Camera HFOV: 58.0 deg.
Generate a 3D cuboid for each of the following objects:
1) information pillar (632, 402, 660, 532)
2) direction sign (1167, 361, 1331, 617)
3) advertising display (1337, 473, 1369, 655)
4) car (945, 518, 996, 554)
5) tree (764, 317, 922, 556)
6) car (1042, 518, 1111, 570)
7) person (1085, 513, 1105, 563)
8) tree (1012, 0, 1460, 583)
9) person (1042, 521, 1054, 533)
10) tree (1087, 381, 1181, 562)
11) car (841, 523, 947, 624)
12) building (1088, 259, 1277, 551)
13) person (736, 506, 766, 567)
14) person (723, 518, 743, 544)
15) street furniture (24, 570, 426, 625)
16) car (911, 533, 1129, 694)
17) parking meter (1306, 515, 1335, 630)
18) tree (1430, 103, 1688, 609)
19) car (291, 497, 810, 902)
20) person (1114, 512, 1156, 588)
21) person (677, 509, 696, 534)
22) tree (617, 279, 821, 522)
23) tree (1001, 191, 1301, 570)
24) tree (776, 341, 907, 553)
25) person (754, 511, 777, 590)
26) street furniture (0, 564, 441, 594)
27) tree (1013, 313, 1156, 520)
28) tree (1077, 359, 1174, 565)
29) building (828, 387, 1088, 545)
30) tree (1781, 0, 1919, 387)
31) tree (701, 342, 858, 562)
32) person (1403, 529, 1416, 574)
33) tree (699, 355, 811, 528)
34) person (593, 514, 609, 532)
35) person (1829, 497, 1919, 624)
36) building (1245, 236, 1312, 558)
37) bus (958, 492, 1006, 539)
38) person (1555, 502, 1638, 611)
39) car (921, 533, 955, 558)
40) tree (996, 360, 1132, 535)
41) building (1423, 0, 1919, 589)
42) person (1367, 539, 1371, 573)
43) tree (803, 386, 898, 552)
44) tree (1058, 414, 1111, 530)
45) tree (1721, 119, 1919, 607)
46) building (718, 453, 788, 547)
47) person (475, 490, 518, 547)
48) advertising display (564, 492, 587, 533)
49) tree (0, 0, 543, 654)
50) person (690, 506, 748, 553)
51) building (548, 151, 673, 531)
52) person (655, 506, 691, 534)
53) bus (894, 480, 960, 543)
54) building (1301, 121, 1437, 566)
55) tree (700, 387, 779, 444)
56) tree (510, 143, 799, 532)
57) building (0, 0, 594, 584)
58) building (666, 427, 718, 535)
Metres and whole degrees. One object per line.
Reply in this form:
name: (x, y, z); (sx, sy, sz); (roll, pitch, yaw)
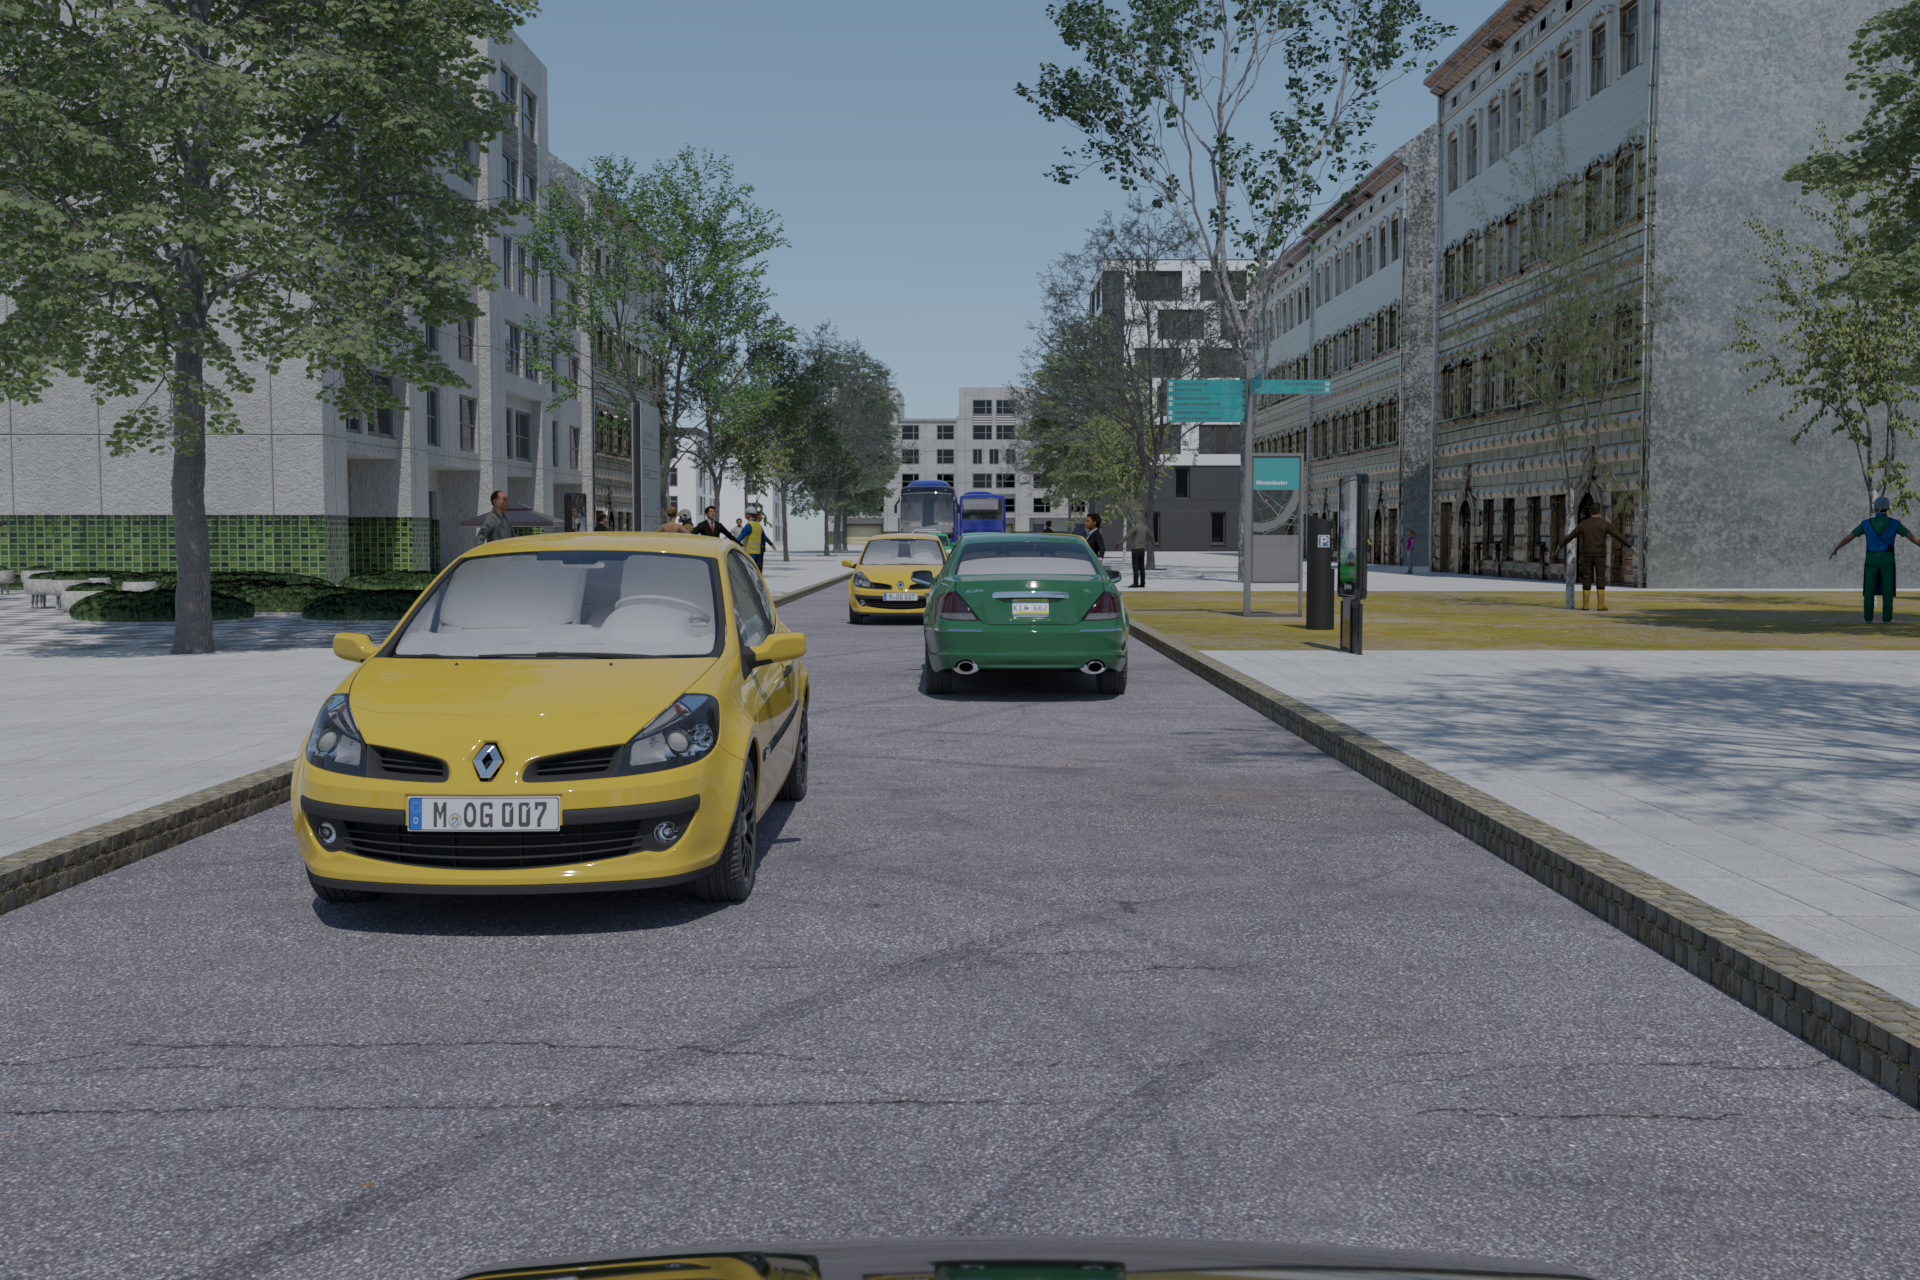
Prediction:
information pillar: (-5.745, -2.475, 31.776); (0.184, 3.620, 1.656); (0, 4, 2)
direction sign: (4.449, -2.290, 26.211); (2.525, 3.948, 1.411); (0, 4, 0)
advertising display: (4.247, -0.829, 18.761); (0.123, 1.923, 0.974); (0, 4, 1)
car: (0.635, -1.935, 40.426); (1.959, 1.807, 4.718); (0, 4, -1)
tree: (-7.745, -11.545, 99.131); (12.009, 13.543, 11.850); (0, 3, 0)
car: (0.993, -0.740, 22.324); (2.015, 1.641, 3.980); (0, 4, 0)
person: (1.872, -1.002, 25.558); (0.721, 1.740, 1.216); (-1, 4, -16)
tree: (6.095, -11.560, 44.890); (12.611, 20.169, 13.585); (0, 3, 0)
person: (3.089, -3.182, 58.752); (0.721, 1.740, 1.216); (-3, 4, -36)
tree: (7.694, -7.827, 78.328); (4.737, 8.622, 4.395); (0, 3, 0)
car: (-0.929, -1.140, 28.856); (2.015, 1.641, 3.980); (0, 3, 0)
building: (24.539, -18.419, 145.121); (27.936, 21.610, 32.646); (0, 3, 0)
person: (-4.191, -1.750, 34.575); (0.705, 1.833, 1.349); (2, 4, 25)
person: (-7.276, -3.117, 57.148); (1.347, 1.806, 0.705); (-1, 4, -13)
street furniture: (-11.798, -0.778, 28.343); (5.734, 0.657, 10.072); (-3, 4, -38)
car: (0.574, -0.313, 16.918); (2.131, 1.459, 4.920); (0, 4, -1)
parking meter: (4.842, -0.908, 23.252); (0.372, 1.533, 0.369); (0, 3, 0)
tree: (10.663, -4.849, 29.649); (4.360, 8.622, 3.978); (0, 3, 0)
car: (-1.667, 0.138, 7.968); (2.015, 1.641, 3.980); (0, 4, 0)
person: (4.230, -2.150, 41.286); (1.348, 1.813, 0.705); (-3, 5, -40)
person: (-6.296, -2.068, 39.584); (0.705, 1.858, 1.354); (0, 4, -2)
tree: (-8.169, -7.669, 59.796); (8.767, 10.594, 7.601); (3, 4, 39)
tree: (6.813, -9.255, 61.697); (12.009, 13.543, 11.850); (0, 3, 0)
tree: (-8.063, -12.724, 114.692); (9.857, 13.997, 8.962); (0, 3, 0)
person: (-4.558, -2.016, 39.188); (0.704, 1.802, 1.346); (-2, 4, -33)
street furniture: (-16.738, -1.407, 38.625); (10.072, 0.657, 5.734); (0, 4, 2)
tree: (6.479, -10.492, 89.672); (7.486, 12.596, 7.792); (0, 3, 0)
tree: (7.076, -7.403, 71.405); (4.737, 8.622, 4.395); (0, 3, 0)
building: (0.008, -21.192, 215.399); (31.486, 18.905, 16.747); (0, 4, 1)
tree: (13.749, -6.227, 19.939); (7.486, 12.596, 7.792); (0, 3, 0)
tree: (-8.328, -8.872, 79.463); (7.601, 10.594, 8.767); (-2, 4, -24)
person: (14.409, -2.840, 55.693); (0.599, 1.433, 0.991); (0, 4, 2)
tree: (-8.347, -7.334, 70.273); (4.737, 8.622, 4.395); (0, 3, 0)
person: (-9.748, -2.532, 47.340); (1.347, 1.837, 0.705); (3, 5, 44)
person: (13.190, -1.143, 24.820); (1.347, 1.817, 0.704); (2, 4, 35)
building: (27.173, -16.278, 97.069); (19.493, 23.208, 18.063); (0, 4, 0)
bus: (1.099, -6.601, 99.475); (2.896, 3.916, 12.251); (0, 4, -1)
person: (10.625, -1.397, 28.984); (1.346, 1.812, 0.704); (2, 4, 32)
car: (-1.126, -3.667, 68.755); (1.959, 1.807, 4.718); (0, 3, 0)
tree: (7.367, -12.478, 114.389); (12.009, 13.543, 11.850); (0, 3, 0)
building: (25.228, -13.340, 49.036); (19.493, 23.208, 18.063); (0, 4, 0)
person: (13.217, -3.073, 56.706); (0.721, 1.772, 1.216); (0, 4, -4)
tree: (-8.324, -12.675, 125.365); (7.486, 12.596, 7.792); (0, 3, 0)
tree: (7.428, -9.108, 99.274); (4.737, 8.622, 4.395); (0, 3, 0)
tree: (15.764, -4.875, 30.064); (4.737, 8.622, 4.395); (0, 3, 0)
building: (-22.277, -14.523, 179.603); (9.099, 9.664, 28.070); (0, 4, 0)
person: (-5.430, -0.872, 20.529); (0.705, 1.796, 1.348); (1, 4, 14)
advertising display: (-5.969, -1.329, 26.938); (0.123, 1.923, 0.974); (0, 4, 1)
tree: (-8.141, -6.154, 18.739); (7.486, 12.596, 7.792); (0, 3, 0)
person: (-4.589, -1.579, 32.010); (1.347, 1.806, 0.705); (-2, 4, -27)
building: (-25.290, -15.542, 85.036); (19.493, 23.208, 18.063); (0, 4, 1)
person: (-4.702, -1.328, 28.523); (1.217, 1.733, 0.721); (1, 4, 8)
bus: (-1.399, -5.538, 82.086); (2.896, 3.916, 12.251); (0, 4, 0)
building: (26.826, -15.100, 77.816); (19.493, 23.208, 18.063); (0, 4, 0)
tree: (-26.622, -21.899, 213.938); (12.611, 20.169, 13.585); (0, 3, 0)
tree: (-8.263, -7.431, 47.257); (9.928, 11.665, 9.643); (0, 3, 0)
building: (-24.003, -11.701, 57.770); (16.747, 18.905, 31.486); (0, 3, 0)
building: (-25.409, -12.725, 150.202); (9.099, 9.664, 28.070); (0, 4, -1)
